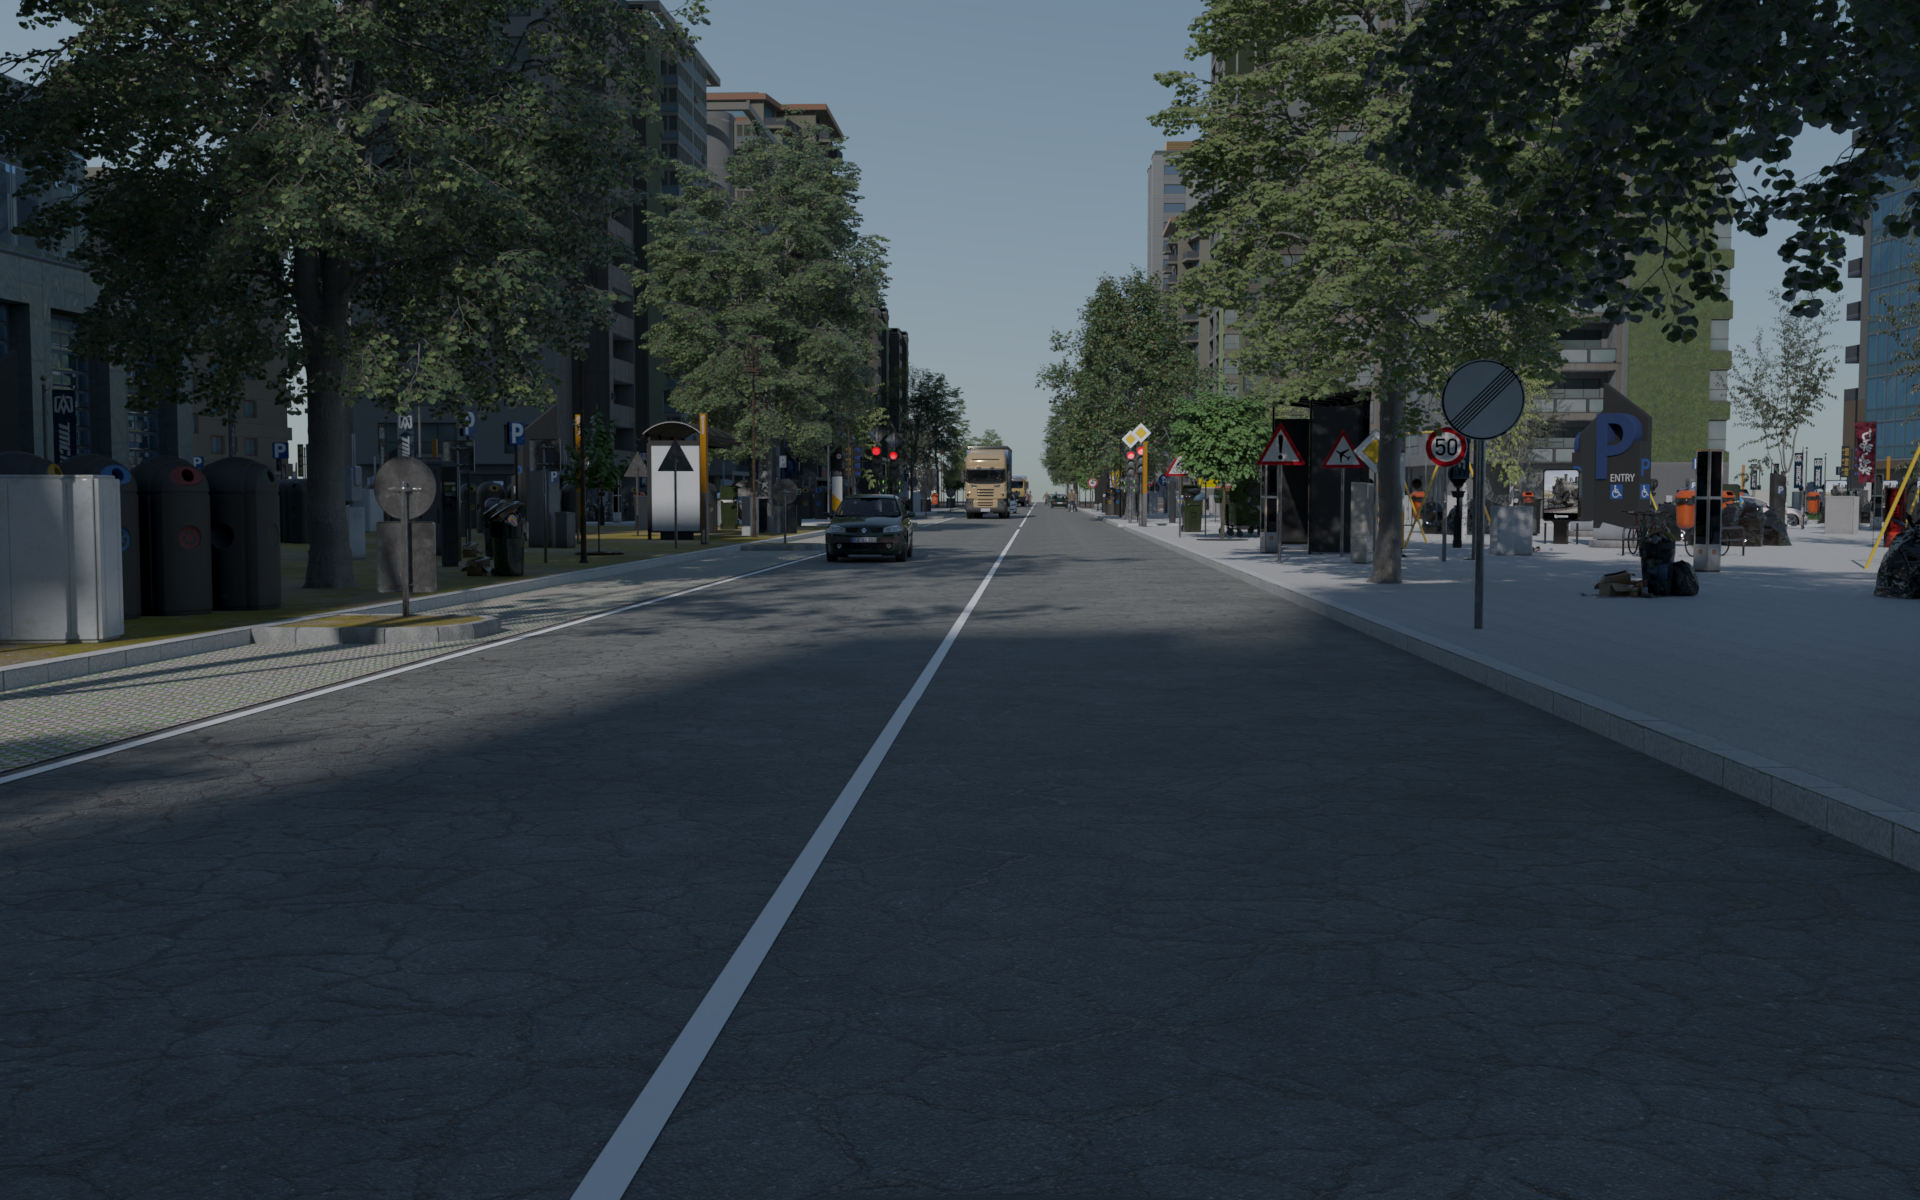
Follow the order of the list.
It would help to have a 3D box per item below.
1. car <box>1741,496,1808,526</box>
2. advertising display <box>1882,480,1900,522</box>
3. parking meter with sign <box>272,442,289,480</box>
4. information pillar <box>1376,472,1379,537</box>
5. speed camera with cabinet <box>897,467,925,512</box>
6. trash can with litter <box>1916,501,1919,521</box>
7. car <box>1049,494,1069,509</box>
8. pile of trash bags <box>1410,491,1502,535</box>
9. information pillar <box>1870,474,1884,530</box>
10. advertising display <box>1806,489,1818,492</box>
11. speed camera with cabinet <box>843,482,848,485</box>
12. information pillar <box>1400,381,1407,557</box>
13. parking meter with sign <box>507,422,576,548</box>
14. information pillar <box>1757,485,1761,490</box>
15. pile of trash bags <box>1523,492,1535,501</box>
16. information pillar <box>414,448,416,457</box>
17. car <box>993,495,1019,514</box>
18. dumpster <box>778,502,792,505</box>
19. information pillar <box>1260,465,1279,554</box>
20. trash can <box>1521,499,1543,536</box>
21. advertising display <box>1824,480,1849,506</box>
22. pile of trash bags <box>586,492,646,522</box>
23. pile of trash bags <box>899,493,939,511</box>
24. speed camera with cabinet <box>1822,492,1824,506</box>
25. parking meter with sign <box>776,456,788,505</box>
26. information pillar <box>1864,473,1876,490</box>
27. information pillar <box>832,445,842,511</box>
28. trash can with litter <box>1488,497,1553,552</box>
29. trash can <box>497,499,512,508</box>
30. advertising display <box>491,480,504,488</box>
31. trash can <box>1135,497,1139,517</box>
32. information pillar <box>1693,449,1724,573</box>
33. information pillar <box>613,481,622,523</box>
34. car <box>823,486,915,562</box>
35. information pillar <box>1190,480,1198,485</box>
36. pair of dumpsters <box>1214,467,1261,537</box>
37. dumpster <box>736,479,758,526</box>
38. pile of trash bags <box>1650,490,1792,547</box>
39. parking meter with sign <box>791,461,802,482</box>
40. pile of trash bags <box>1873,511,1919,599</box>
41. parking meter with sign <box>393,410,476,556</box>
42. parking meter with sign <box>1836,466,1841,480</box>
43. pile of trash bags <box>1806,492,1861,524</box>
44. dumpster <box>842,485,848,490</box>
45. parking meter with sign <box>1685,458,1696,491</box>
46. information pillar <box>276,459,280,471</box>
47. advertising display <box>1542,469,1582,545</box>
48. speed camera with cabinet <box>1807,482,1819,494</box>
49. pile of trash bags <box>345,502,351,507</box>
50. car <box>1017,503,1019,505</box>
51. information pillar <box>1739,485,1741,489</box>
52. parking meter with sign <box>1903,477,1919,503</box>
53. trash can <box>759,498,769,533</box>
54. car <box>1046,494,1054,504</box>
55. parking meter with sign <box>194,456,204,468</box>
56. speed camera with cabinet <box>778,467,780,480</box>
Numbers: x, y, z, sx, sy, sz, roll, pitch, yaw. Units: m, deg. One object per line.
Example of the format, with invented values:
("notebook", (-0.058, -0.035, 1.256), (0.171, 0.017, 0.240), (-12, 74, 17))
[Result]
("car", (32.475, -3.626, 71.647), (4.827, 1.381, 2.083), (0, 4, 4))
("advertising display", (42.256, -4.507, 78.911), (0.123, 1.923, 0.974), (-3, 4, -38))
("parking meter with sign", (-22.954, -3.752, 57.605), (0.543, 3.016, 1.738), (0, 4, 4))
("information pillar", (11.726, -2.661, 47.992), (0.304, 2.012, 0.304), (0, 4, 4))
("speed camera with cabinet", (-3.594, -8.146, 127.525), (2.038, 3.252, 0.660), (-1, 4, -16))
("trash can with litter", (18.419, -1.300, 32.313), (2.233, 1.210, 1.678), (-1, 4, -23))
("car", (9.920, -9.977, 172.916), (2.009, 1.686, 4.222), (0, 4, 2))
("pile of trash bags", (15.656, -2.832, 56.062), (1.912, 1.369, 3.447), (-1, 4, -20))
("information pillar", (32.950, -3.533, 62.258), (0.304, 2.012, 0.304), (0, 4, 5))
("advertising display", (71.904, -8.632, 146.340), (0.974, 1.923, 0.123), (2, 4, 35))
("speed camera with cabinet", (-8.330, -8.830, 138.709), (2.038, 3.252, 0.660), (-1, 4, -18))
("information pillar", (8.781, -2.667, 34.966), (0.504, 3.616, 0.183), (-1, 4, -22))
("parking meter with sign", (-10.009, -2.772, 41.582), (1.738, 3.016, 0.543), (2, 4, 28))
("information pillar", (64.936, -8.337, 140.800), (0.304, 2.012, 0.304), (2, 4, 24))
("pile of trash bags", (23.517, -4.060, 76.129), (3.447, 1.369, 1.912), (0, 3, 0))
("information pillar", (-27.671, -5.905, 87.894), (0.183, 3.616, 0.504), (0, 4, -1))
("car", (3.277, -7.030, 126.942), (2.014, 1.417, 4.499), (0, 4, 1))
("dumpster", (-8.486, -4.750, 83.428), (1.264, 1.857, 1.865), (0, 4, 3))
("information pillar", (6.683, -2.013, 37.410), (0.304, 2.012, 0.304), (-1, 4, -11))
("trash can", (17.556, -2.549, 53.333), (0.748, 1.137, 0.748), (0, 3, 0))
("advertising display", (40.046, -4.523, 79.158), (0.974, 1.923, 0.123), (3, 5, 44))
("pile of trash bags", (-15.941, -4.309, 80.206), (3.447, 1.369, 1.912), (2, 4, 28))
("pile of trash bags", (-3.416, -7.884, 138.649), (3.447, 1.369, 1.912), (0, 4, 3))
("speed camera with cabinet", (60.601, -7.646, 119.352), (0.660, 3.252, 2.038), (-3, 5, -45))
("parking meter with sign", (-8.613, -5.006, 78.103), (1.738, 3.016, 0.543), (-3, 5, -43))
("information pillar", (42.992, -5.535, 81.859), (0.183, 3.616, 0.504), (-3, 4, -36))
("information pillar", (-5.808, -5.550, 82.101), (0.504, 3.616, 0.183), (0, 4, -3))
("trash can with litter", (12.605, -1.727, 39.288), (1.678, 1.210, 2.233), (1, 4, 10))
("trash can", (-31.096, -6.481, 117.618), (0.748, 1.137, 0.748), (0, 3, 0))
("advertising display", (-21.608, -4.632, 80.948), (0.123, 1.923, 0.974), (1, 4, 17))
("trash can", (9.483, -5.037, 94.016), (0.748, 1.137, 0.748), (0, 3, 0))
("information pillar", (12.277, -1.463, 28.417), (0.304, 2.012, 0.304), (-1, 4, -22))
("information pillar", (-15.368, -4.470, 77.582), (0.304, 2.012, 0.304), (1, 4, 10))
("car", (-1.954, -1.723, 37.960), (2.009, 1.686, 4.222), (0, 4, 1))
("information pillar", (12.513, -5.396, 92.709), (0.304, 2.012, 0.304), (-3, 5, -44))
("pair of dumpsters", (8.828, -3.117, 53.455), (1.574, 2.255, 4.437), (0, 4, 3))
("dumpster", (-8.294, -3.870, 69.034), (1.264, 1.857, 1.865), (0, 4, 3))
("pile of trash bags", (18.823, -2.017, 42.729), (3.447, 1.369, 1.912), (-2, 4, -32))
("parking meter with sign", (-9.325, -5.866, 92.175), (1.738, 3.016, 0.543), (-1, 4, -12))
("pile of trash bags", (13.182, -0.691, 21.049), (3.447, 1.369, 1.912), (0, 4, 0))
("parking meter with sign", (-11.015, -2.442, 36.185), (1.738, 3.016, 0.543), (1, 4, 13))
("parking meter with sign", (55.502, -6.864, 108.482), (0.543, 3.016, 1.738), (0, 4, 2))
("pile of trash bags", (38.130, -4.002, 75.181), (3.447, 1.369, 1.912), (-1, 4, -21))
("dumpster", (-7.284, -6.291, 108.618), (1.264, 1.857, 1.865), (0, 4, 3))
("parking meter with sign", (35.840, -5.415, 84.791), (0.543, 3.016, 1.738), (0, 4, 5))
("information pillar", (-39.840, -6.728, 101.354), (0.183, 3.616, 0.504), (0, 4, 5))
("advertising display", (15.385, -2.390, 44.294), (0.974, 1.923, 0.123), (3, 5, 43))
("speed camera with cabinet", (63.095, -8.183, 128.129), (0.660, 3.252, 2.038), (2, 4, 34))
("pile of trash bags", (-23.198, -3.177, 61.696), (3.447, 1.369, 1.912), (-2, 4, -33))
("car", (6.844, -13.287, 227.465), (2.015, 1.641, 3.980), (0, 4, 3))
("information pillar", (65.792, -8.684, 146.468), (0.304, 2.012, 0.304), (0, 4, 3))
("parking meter with sign", (69.681, -7.982, 126.771), (1.738, 3.016, 0.543), (0, 4, -8))
("trash can", (-6.651, -2.778, 57.070), (0.748, 1.137, 0.748), (0, 3, 0))
("car", (13.519, -14.797, 253.730), (2.131, 1.459, 4.920), (0, 4, 2))
("parking meter with sign", (-35.406, -5.191, 81.126), (0.543, 3.016, 1.738), (0, 4, -5))
("speed camera with cabinet", (-12.311, -7.981, 124.822), (2.038, 3.252, 0.660), (1, 4, 14))
